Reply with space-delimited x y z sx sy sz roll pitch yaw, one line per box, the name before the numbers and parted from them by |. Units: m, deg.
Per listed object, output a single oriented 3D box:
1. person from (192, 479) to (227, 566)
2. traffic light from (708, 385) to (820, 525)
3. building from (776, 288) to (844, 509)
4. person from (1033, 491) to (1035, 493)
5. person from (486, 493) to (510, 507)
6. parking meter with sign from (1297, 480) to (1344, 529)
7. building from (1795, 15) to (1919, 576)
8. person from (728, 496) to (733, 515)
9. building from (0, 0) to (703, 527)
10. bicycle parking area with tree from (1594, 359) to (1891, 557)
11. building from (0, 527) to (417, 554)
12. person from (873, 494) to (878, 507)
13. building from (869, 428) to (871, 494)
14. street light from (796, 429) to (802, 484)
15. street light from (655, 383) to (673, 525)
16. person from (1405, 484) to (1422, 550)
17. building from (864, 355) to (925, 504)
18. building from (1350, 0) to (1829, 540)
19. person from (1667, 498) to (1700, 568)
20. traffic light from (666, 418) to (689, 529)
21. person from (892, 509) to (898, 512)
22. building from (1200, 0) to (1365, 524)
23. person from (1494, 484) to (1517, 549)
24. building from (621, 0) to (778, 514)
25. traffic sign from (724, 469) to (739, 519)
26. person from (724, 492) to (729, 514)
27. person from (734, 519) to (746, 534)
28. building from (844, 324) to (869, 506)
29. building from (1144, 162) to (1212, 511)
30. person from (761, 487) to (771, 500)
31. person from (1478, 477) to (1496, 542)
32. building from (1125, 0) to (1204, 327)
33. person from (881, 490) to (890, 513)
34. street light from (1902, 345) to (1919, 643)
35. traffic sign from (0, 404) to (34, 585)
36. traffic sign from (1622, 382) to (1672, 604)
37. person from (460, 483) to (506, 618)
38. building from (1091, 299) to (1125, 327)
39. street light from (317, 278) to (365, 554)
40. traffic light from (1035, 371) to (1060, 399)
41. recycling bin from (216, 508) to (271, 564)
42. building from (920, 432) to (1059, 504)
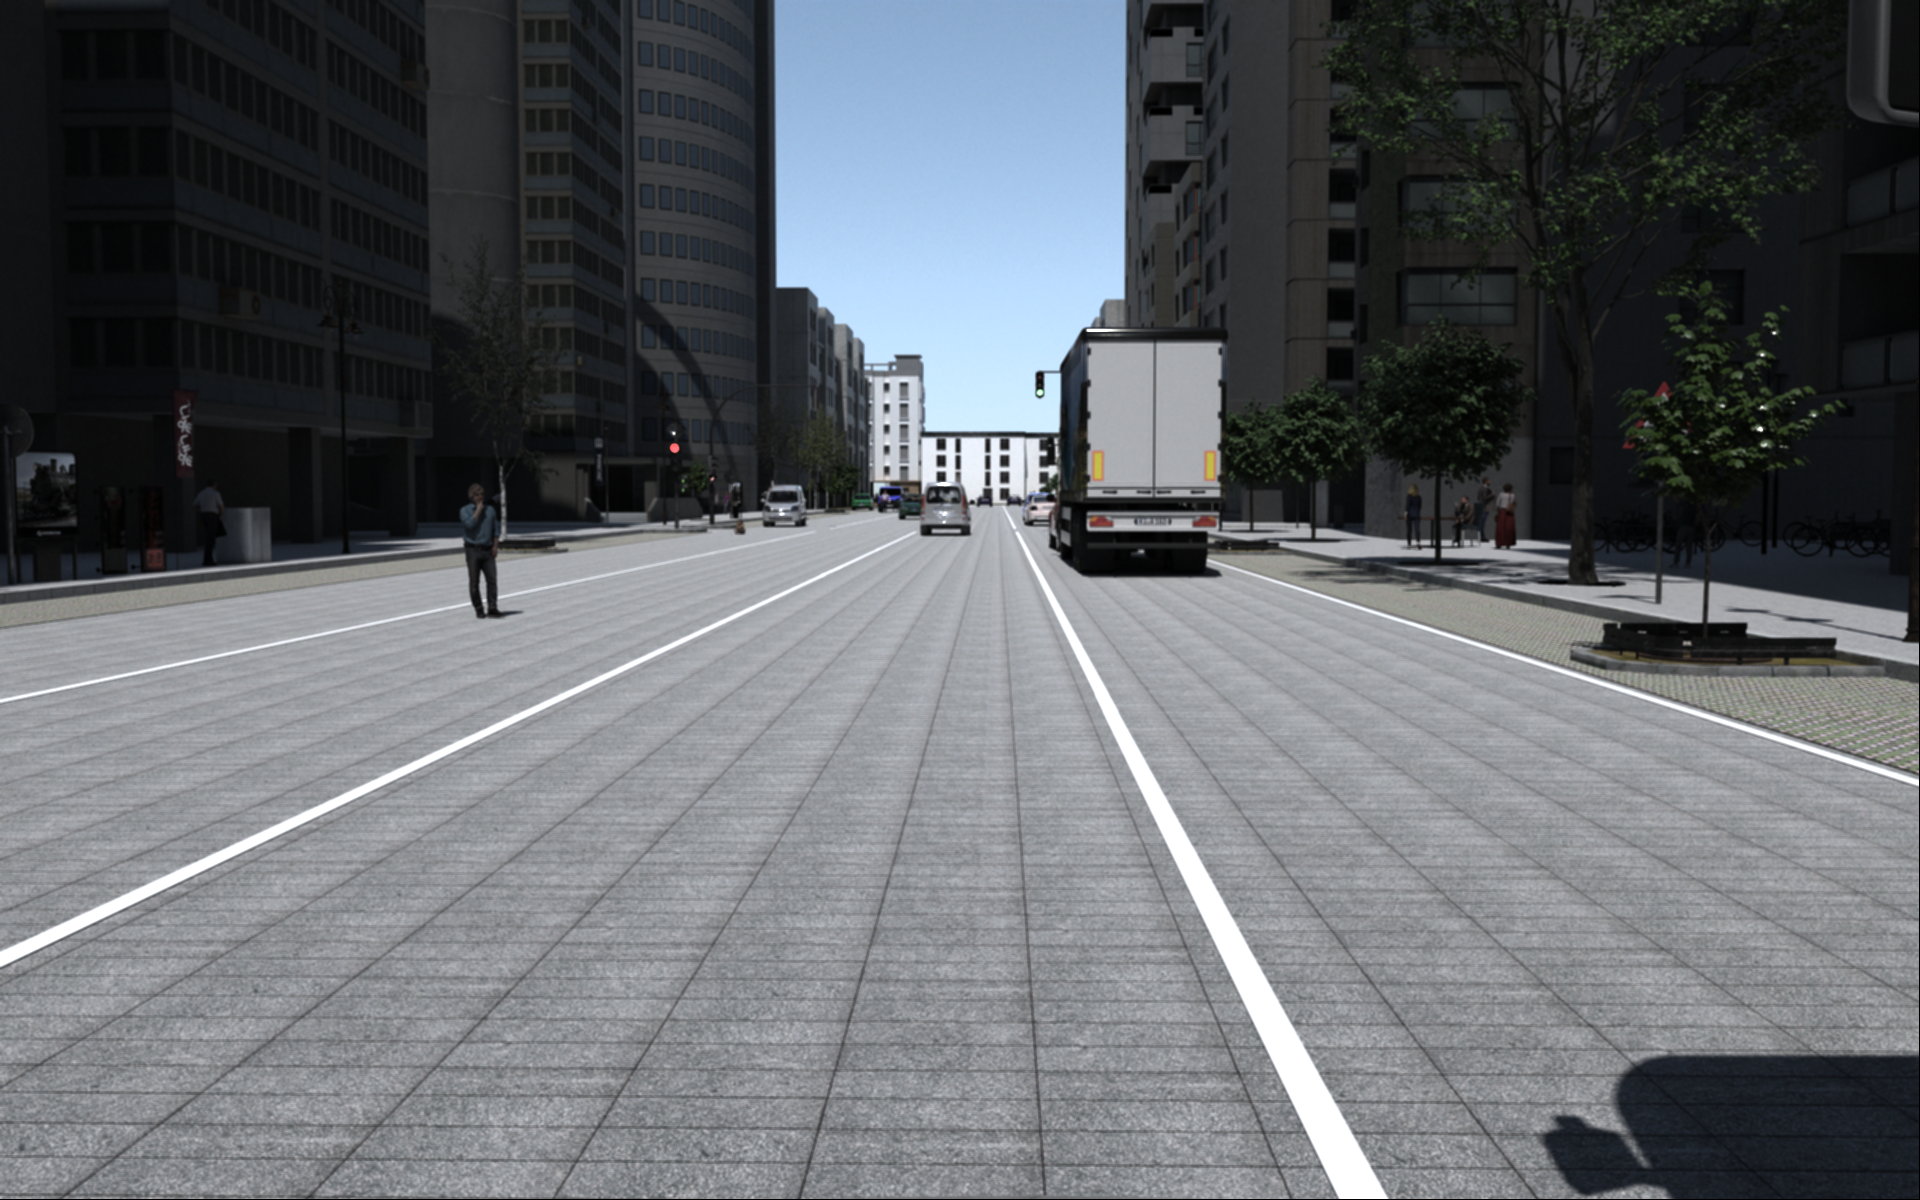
person | -13.490 -1.397 31.096 0.614 1.554 0.590 1 4 16
traffic light | -8.248 -5.969 72.263 4.771 5.953 1.251 0 4 1
building | -21.040 -18.220 164.354 16.747 18.905 31.486 0 4 1
person | 8.938 -12.266 209.141 0.705 1.812 1.348 3 5 40
person | -17.279 -3.390 64.661 0.628 1.438 0.799 2 4 34
parking meter with sign | 13.434 -4.176 64.544 1.738 3.016 0.543 1 4 14
building | 20.060 -20.776 23.279 14.154 41.232 14.086 0 4 1
person | -14.043 -6.138 107.343 0.436 1.711 0.756 2 4 33
building | -30.090 -24.060 85.267 32.217 40.220 23.993 0 4 1
bicycle parking area with tree | 18.221 -3.194 39.222 9.016 4.147 8.231 3 5 41
building | -27.841 -21.651 45.874 23.993 40.220 32.217 0 4 1
person | -8.669 -10.110 177.030 0.697 1.427 0.421 3 5 44
building | -25.491 -16.862 217.848 28.070 9.664 9.099 0 4 1
street light | -11.333 -9.049 120.735 0.468 5.910 1.993 0 4 1
street light | -12.396 -6.102 72.560 0.468 5.910 1.993 0 4 1
person | 10.523 -1.926 40.075 0.480 1.512 0.613 -2 4 -25
building | -10.838 -23.542 241.326 11.380 20.091 16.016 0 4 1
building | 19.461 -17.273 54.111 14.160 30.474 14.107 0 4 1
person | 12.575 -1.232 30.095 0.435 1.345 0.340 -1 4 -11
traffic light | -10.511 -4.610 64.289 0.839 4.253 0.868 0 4 1
person | -5.349 -7.949 141.698 0.726 1.434 0.776 -2 4 -33
building | 18.871 -24.224 79.651 14.086 41.232 14.154 0 4 1
person | 12.659 -1.939 40.214 0.523 1.526 0.387 2 4 34
building | -25.343 -35.520 122.755 21.231 58.520 28.212 0 4 1
traffic sign | -11.810 -5.464 89.435 0.768 2.556 0.104 0 4 7
person | -14.790 -6.105 109.090 0.726 1.434 0.776 2 4 32
person | -7.839 -2.619 61.789 0.381 0.543 0.357 3 4 39
building | -19.819 -20.160 196.078 16.747 18.905 31.486 0 4 1
building | 26.165 -15.880 104.683 27.650 21.520 28.899 0 4 1
person | -11.692 -6.048 105.649 0.841 1.734 0.376 -2 4 -32
person | 14.058 -2.406 46.198 0.431 1.722 0.655 0 4 8
building | 26.959 -33.188 131.863 28.713 52.752 27.495 0 4 1
person | -5.700 -7.450 131.241 0.756 1.711 0.436 2 4 25
street light | 8.268 -2.571 14.828 0.468 5.910 1.993 0 4 1
traffic sign | -13.429 -1.488 24.437 0.768 2.556 0.104 0 4 6
traffic sign | 8.147 -1.231 20.131 0.884 2.594 0.081 1 4 10
person | -5.523 -0.571 20.051 0.499 1.552 0.429 -1 4 -13
building | 21.733 -18.306 165.757 16.747 18.905 31.486 0 4 1
street light | -13.262 -3.942 37.239 0.468 5.910 1.993 0 4 1
traffic light | 5.153 -5.453 63.831 4.771 5.953 1.251 0 4 1
recycling bin | -13.294 -1.197 32.126 0.722 1.027 0.722 1 4 8
building | 8.801 -18.060 237.426 28.070 9.664 9.099 0 4 1
